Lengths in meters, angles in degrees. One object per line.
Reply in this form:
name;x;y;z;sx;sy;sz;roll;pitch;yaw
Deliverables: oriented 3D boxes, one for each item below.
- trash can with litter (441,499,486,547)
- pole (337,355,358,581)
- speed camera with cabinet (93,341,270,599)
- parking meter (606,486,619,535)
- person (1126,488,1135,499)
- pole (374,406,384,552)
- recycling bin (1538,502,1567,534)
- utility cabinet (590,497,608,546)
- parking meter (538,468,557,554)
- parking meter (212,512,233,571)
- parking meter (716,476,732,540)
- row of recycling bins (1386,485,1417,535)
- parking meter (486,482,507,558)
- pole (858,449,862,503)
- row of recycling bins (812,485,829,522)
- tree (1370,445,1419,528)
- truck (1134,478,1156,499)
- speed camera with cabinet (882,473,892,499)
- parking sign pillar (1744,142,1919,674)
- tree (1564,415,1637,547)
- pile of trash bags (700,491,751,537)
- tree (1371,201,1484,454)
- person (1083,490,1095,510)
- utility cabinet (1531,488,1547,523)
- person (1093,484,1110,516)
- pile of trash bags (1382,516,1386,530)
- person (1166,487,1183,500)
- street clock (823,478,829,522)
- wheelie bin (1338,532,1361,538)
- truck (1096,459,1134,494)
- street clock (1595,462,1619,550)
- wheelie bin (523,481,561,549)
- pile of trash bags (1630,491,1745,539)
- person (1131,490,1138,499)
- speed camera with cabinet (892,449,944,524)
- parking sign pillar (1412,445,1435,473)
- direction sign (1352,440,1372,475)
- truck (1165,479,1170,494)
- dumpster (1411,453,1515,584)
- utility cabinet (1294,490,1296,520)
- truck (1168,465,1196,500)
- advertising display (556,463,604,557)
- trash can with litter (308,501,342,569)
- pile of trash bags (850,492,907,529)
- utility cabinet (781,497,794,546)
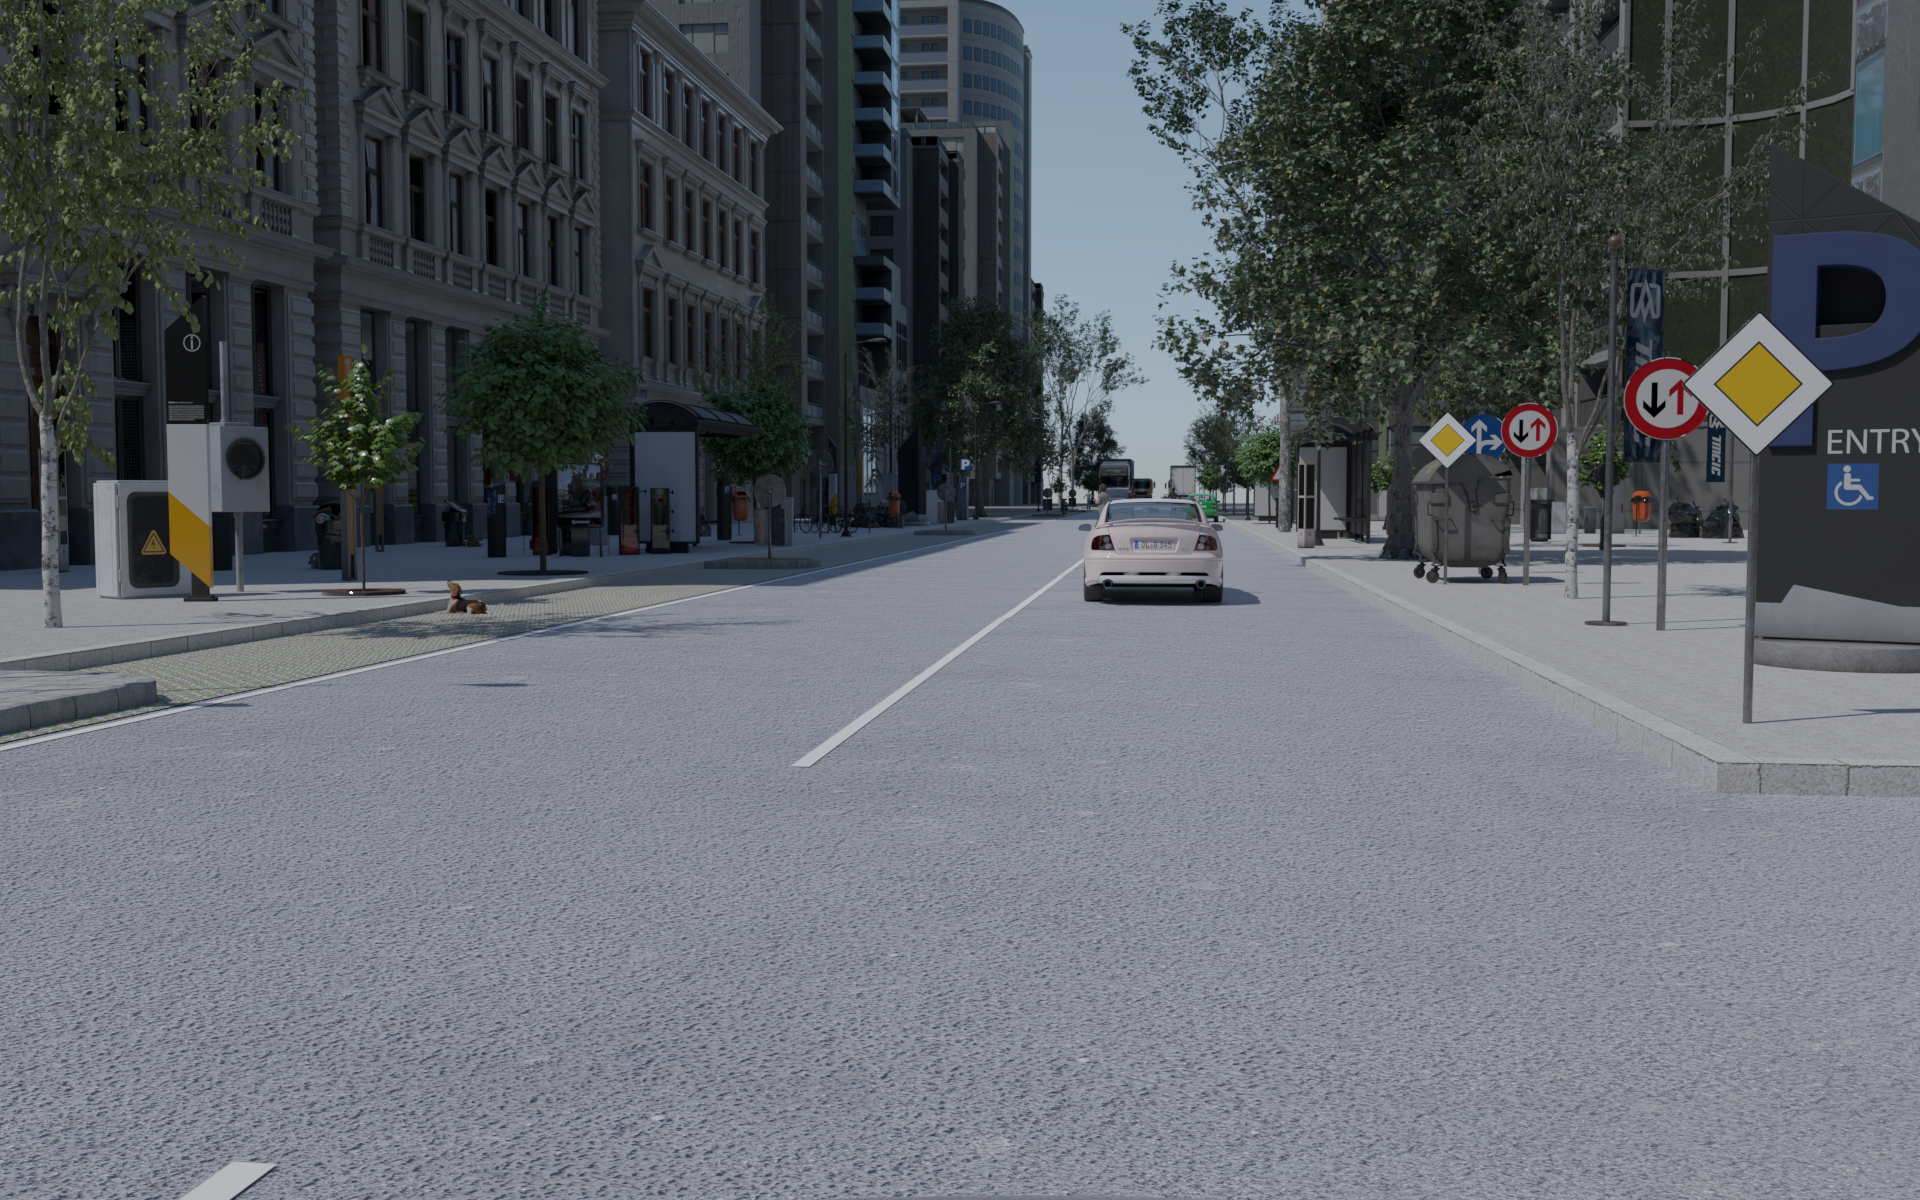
trash can with litter;-12.079;-1.885;42.204;1.055;1.170;0.624;1;4;10
pole;-9.056;-1.942;25.601;0.158;3.312;0.155;0;3;0
speed camera with cabinet;-9.815;-1.685;21.892;0.660;3.252;2.038;3;4;37
parking meter;-10.805;-2.781;53.875;0.372;1.533;0.369;0;3;0
person;9.498;-5.325;96.016;0.568;1.767;0.683;1;4;21
pole;-12.881;-2.722;38.348;0.158;3.312;0.155;0;3;0
recycling bin;19.190;-2.662;56.081;0.722;1.027;0.722;0;4;3
utility cabinet;-9.166;-1.983;43.588;0.306;1.237;1.020;-2;4;-29
parking meter;-8.821;-1.916;37.041;0.255;1.863;0.399;-3;5;-40
parking meter;-12.432;-1.264;29.076;0.372;1.533;0.369;0;3;0
parking meter;-6.546;-2.594;48.123;0.255;1.863;0.399;3;4;38
row of recycling bins;14.632;-2.824;53.288;1.069;1.692;3.534;-3;5;-40
parking meter;-9.373;-1.628;35.024;0.372;1.533;0.369;0;3;0
pole;-4.511;-5.150;78.048;0.158;3.312;0.155;0;3;0
row of recycling bins;-6.453;-4.525;81.104;1.069;1.692;3.534;0;4;-5
tree;16.595;-4.379;66.195;1.663;3.219;1.824;0;3;0
truck;22.422;-13.308;213.501;3.469;3.379;9.791;0;4;7
speed camera with cabinet;-2.670;-5.021;76.421;0.660;3.252;2.038;2;4;29
parking sign pillar;6.713;-1.498;12.965;1.447;3.967;1.447;2;4;32
tree;15.564;-2.911;42.201;1.663;3.219;1.824;0;3;0
pile of trash bags;-8.079;-2.632;52.785;3.447;1.369;1.912;-1;4;-19
tree;11.800;-5.592;41.797;4.737;8.622;4.395;0;3;0
person;11.827;-9.196;158.936;1.350;1.814;0.705;3;4;37
utility cabinet;20.833;-3.289;62.451;0.318;1.500;1.173;0;4;3
person;4.882;-3.052;58.760;0.716;1.782;0.532;-2;4;-35
pile of trash bags;16.895;-3.203;62.116;3.447;1.369;1.912;-2;4;-34
person;12.618;-5.729;102.179;1.348;1.823;0.705;-1;4;-21
street clock;-5.988;-4.472;77.689;0.358;2.002;0.471;-1;4;-19
wheelie bin;11.442;-2.620;50.749;0.693;1.594;0.980;-2;4;-26
truck;12.611;-9.205;139.407;2.839;4.237;11.283;0;4;8
street clock;14.775;-2.144;39.625;0.471;2.002;0.358;0;4;-6
wheelie bin;-9.686;-1.986;40.383;0.980;1.594;0.693;0;4;3
pile of trash bags;21.412;-2.535;51.206;1.912;1.369;3.447;-3;4;-36
person;11.112;-6.292;112.305;0.756;1.711;0.436;2;4;25
speed camera with cabinet;-1.734;-4.835;73.380;2.038;3.252;0.660;-1;4;-9
parking sign pillar;21.679;-5.685;81.422;1.447;3.967;1.447;3;5;40
direction sign;16.323;-4.808;70.600;0.876;3.537;0.379;1;4;18
truck;28.698;-14.165;227.521;3.469;3.379;9.791;0;4;6
dumpster;7.392;-1.206;25.482;1.264;1.857;1.865;0;4;7
utility cabinet;15.870;-4.570;83.396;1.173;1.500;0.318;-2;4;-27
truck;22.348;-11.326;174.097;2.839;4.237;11.283;0;4;7
advertising display;-7.758;-1.844;35.371;0.974;1.923;0.123;0;4;5
trash can with litter;-10.872;-1.114;29.600;0.624;1.170;1.055;-3;5;-42
pile of trash bags;-2.920;-3.423;65.726;1.912;1.369;3.447;-1;4;-20
utility cabinet;-4.269;-1.938;42.852;0.306;1.237;1.020;0;4;-4
